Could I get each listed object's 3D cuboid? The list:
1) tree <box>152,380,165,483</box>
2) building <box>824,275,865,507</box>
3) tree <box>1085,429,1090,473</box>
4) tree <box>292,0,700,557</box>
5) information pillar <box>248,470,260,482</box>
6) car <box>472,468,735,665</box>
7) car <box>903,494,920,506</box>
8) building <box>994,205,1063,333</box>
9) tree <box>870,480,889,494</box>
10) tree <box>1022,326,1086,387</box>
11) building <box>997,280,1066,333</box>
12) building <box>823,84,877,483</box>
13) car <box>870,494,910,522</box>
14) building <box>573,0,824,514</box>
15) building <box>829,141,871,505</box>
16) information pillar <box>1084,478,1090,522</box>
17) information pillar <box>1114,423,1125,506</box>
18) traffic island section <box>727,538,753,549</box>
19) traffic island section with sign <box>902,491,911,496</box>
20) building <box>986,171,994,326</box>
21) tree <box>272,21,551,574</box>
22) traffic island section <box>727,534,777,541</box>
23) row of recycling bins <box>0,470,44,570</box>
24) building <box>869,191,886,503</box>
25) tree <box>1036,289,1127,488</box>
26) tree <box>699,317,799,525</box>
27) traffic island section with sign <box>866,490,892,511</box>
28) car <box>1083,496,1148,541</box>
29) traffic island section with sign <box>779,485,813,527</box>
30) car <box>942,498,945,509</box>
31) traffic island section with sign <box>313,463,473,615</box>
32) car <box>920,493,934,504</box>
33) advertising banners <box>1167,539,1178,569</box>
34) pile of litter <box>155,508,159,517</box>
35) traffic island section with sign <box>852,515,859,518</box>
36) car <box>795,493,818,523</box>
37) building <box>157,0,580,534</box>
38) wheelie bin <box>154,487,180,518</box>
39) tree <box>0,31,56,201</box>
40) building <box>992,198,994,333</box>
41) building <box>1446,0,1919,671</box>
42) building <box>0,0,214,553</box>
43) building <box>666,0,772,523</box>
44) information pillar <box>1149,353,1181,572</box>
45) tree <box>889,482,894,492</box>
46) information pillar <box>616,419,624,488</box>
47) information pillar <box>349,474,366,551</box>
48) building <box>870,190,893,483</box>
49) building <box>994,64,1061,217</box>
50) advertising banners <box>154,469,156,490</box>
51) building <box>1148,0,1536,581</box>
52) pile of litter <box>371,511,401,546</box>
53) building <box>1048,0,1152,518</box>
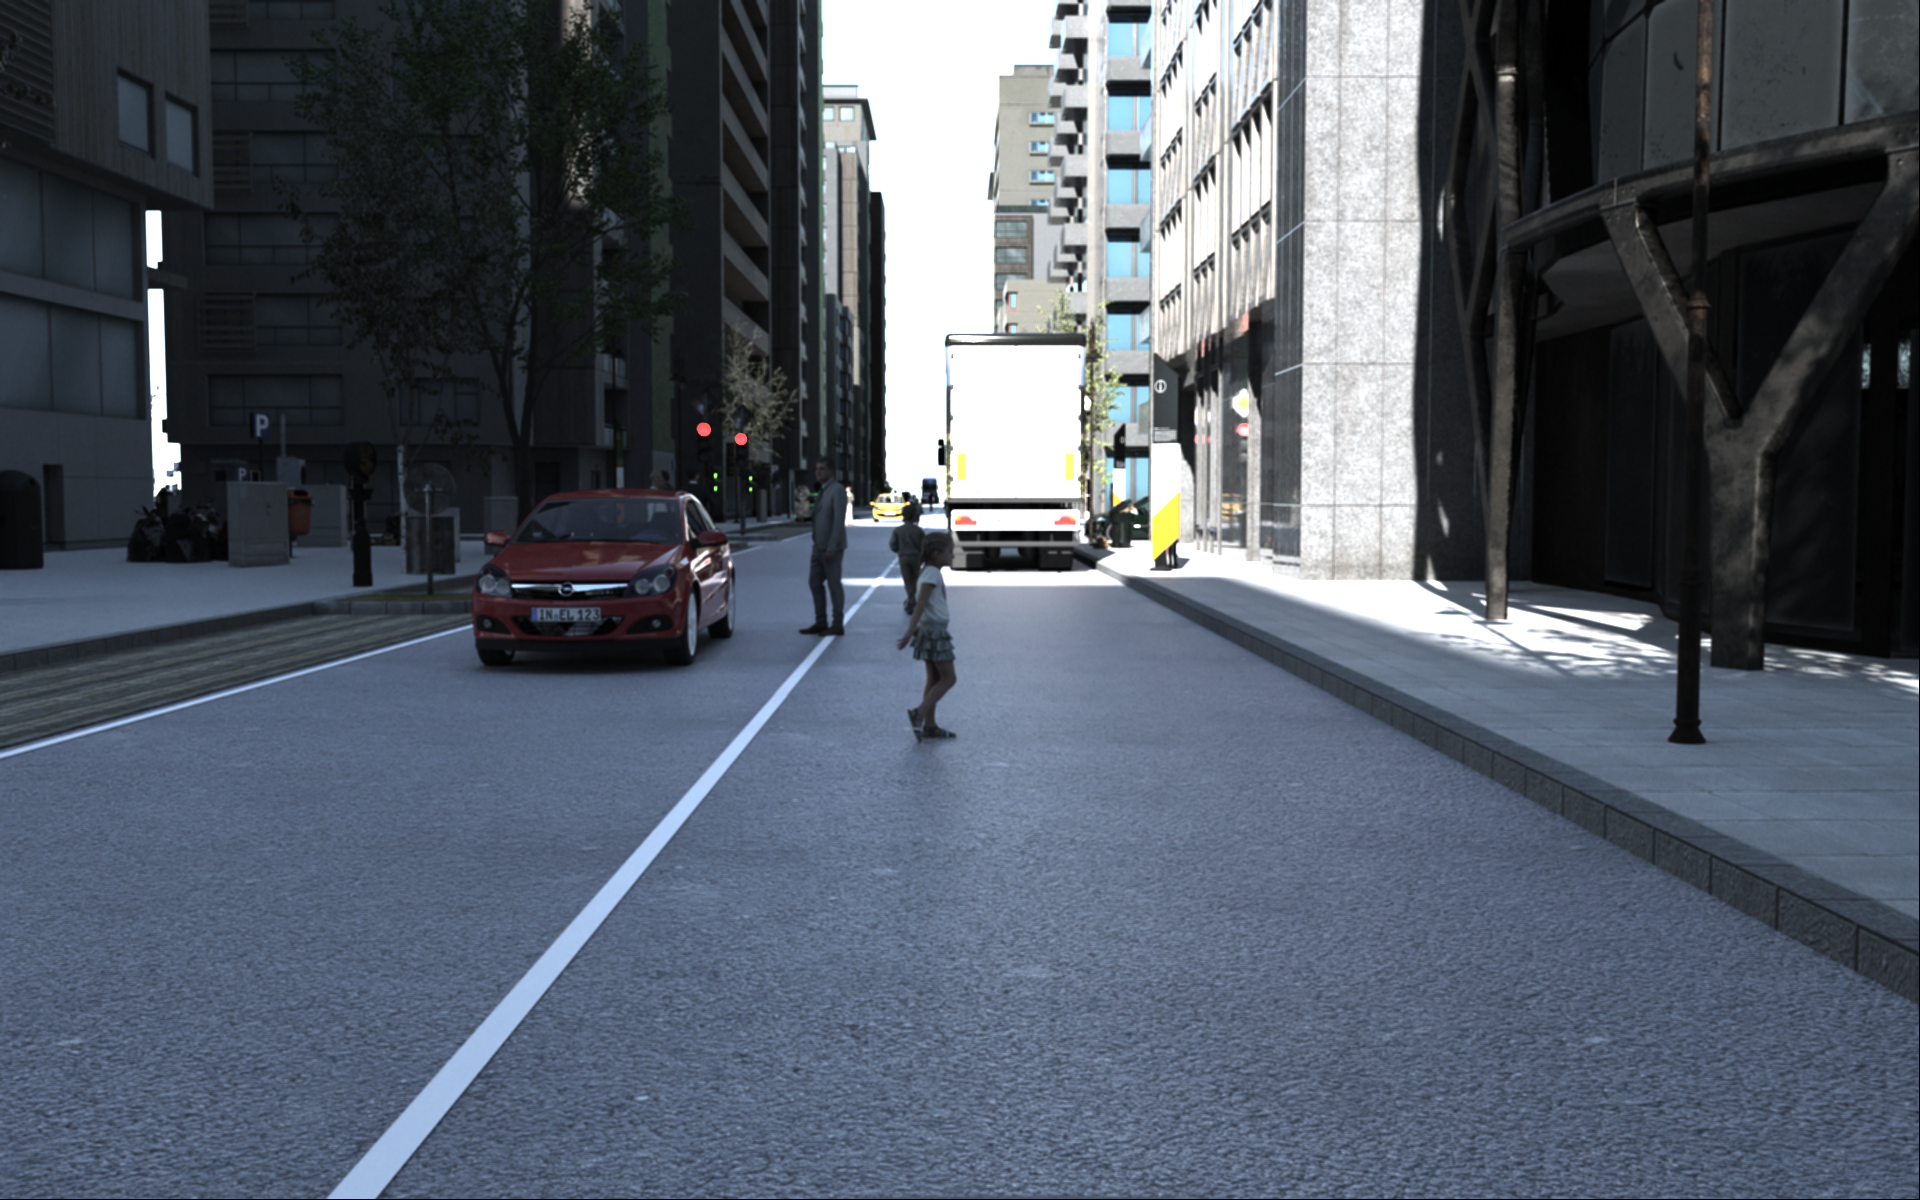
[{"bbox_3d":[-33.230,-7.167,67.542,4.737,8.622,4.395,0,3,0],"label":"tree"},{"bbox_3d":[-24.178,-20.120,173.996,27.650,21.520,28.899,0,4,0],"label":"building"},{"bbox_3d":[3.840,-5.296,70.298,4.285,4.588,4.351,0,3,0],"label":"tree"},{"bbox_3d":[-9.000,-6.680,34.977,9.928,11.665,9.643,0,3,0],"label":"tree"},{"bbox_3d":[-22.029,-3.031,54.056,0.304,2.012,0.304,-3,5,-45],"label":"information pillar"},{"bbox_3d":[-3.145,-0.416,15.845,2.155,1.783,4.494,0,4,-1],"label":"car"},{"bbox_3d":[-4.526,-8.895,155.215,2.009,1.686,4.222,0,4,1],"label":"car"},{"bbox_3d":[10.395,-24.689,175.363,14.160,30.474,14.107,0,4,0],"label":"building"},{"bbox_3d":[-10.100,-13.326,212.476,1.663,3.219,1.824,0,3,0],"label":"tree"},{"bbox_3d":[3.653,-7.633,75.155,4.360,8.622,3.978,0,3,0],"label":"tree"},{"bbox_3d":[17.491,-18.909,154.203,27.650,21.520,28.899,0,4,0],"label":"building"},{"bbox_3d":[-25.666,-39.037,227.492,28.713,52.752,27.495,0,4,0],"label":"building"},{"bbox_3d":[-3.568,-4.798,88.678,2.015,1.641,3.980,0,4,-1],"label":"car"},{"bbox_3d":[-16.397,-26.288,113.399,14.154,41.232,14.086,0,4,0],"label":"building"},{"bbox_3d":[-17.505,-31.271,194.875,14.154,41.232,14.086,0,4,0],"label":"building"},{"bbox_3d":[5.944,-4.640,80.358,0.304,2.012,0.304,-1,4,-11],"label":"information pillar"},{"bbox_3d":[5.283,-4.031,57.265,0.504,3.616,0.183,-3,5,-43],"label":"information pillar"},{"bbox_3d":[-6.759,-1.455,46.063,2.009,0.180,2.903,0,4,0],"label":"traffic island section"},{"bbox_3d":[-7.691,-15.573,263.250,1.989,1.847,2.006,0,4,0],"label":"traffic island section with sign"},{"bbox_3d":[18.781,-41.879,273.961,28.713,52.752,27.495,0,4,0],"label":"building"},{"bbox_3d":[-8.803,-4.715,27.456,4.360,8.622,3.978,0,3,0],"label":"tree"},{"bbox_3d":[-6.793,-1.943,54.048,2.009,0.180,2.903,0,4,0],"label":"traffic island section"},{"bbox_3d":[-16.916,-1.306,28.474,1.069,1.692,3.534,2,4,29],"label":"row of recycling bins"},{"bbox_3d":[-17.847,-36.637,249.129,14.600,45.320,14.200,0,4,0],"label":"building"},{"bbox_3d":[4.138,-6.800,61.545,4.737,8.622,4.395,0,3,0],"label":"tree"},{"bbox_3d":[-8.940,-7.433,71.899,4.360,8.622,3.978,0,3,0],"label":"tree"},{"bbox_3d":[-7.213,-8.749,151.673,1.989,1.847,2.006,0,4,0],"label":"traffic island section with sign"},{"bbox_3d":[5.681,-2.470,50.172,4.222,1.686,2.009,0,4,-1],"label":"car"},{"bbox_3d":[-6.894,-4.131,76.170,1.989,1.847,2.006,0,4,0],"label":"traffic island section with sign"},{"bbox_3d":[-0.689,-9.519,165.423,2.009,1.686,4.222,0,3,0],"label":"car"},{"bbox_3d":[-6.658,-0.779,21.363,1.989,1.847,2.006,0,4,0],"label":"traffic island section with sign"},{"bbox_3d":[-4.603,-14.315,243.087,2.155,1.783,4.494,0,4,0],"label":"car"},{"bbox_3d":[3.680,-2.089,30.346,0.090,3.025,2.074,0,4,1],"label":"advertising banners"},{"bbox_3d":[-29.506,-3.054,63.899,1.176,0.858,1.719,1,4,17],"label":"pile of litter"},{"bbox_3d":[-7.008,-5.780,103.125,1.989,1.847,2.006,0,4,0],"label":"traffic island section with sign"},{"bbox_3d":[-6.600,-4.367,80.194,1.959,1.807,4.718,0,4,1],"label":"car"},{"bbox_3d":[-18.247,-23.050,60.463,14.154,41.232,14.086,0,4,0],"label":"building"},{"bbox_3d":[-34.902,-4.166,76.030,0.693,1.594,0.980,0,4,-7],"label":"wheelie bin"},{"bbox_3d":[-9.280,-3.833,13.027,4.360,8.622,3.978,0,3,0],"label":"tree"},{"bbox_3d":[15.822,-38.211,244.352,23.786,49.044,30.456,0,4,0],"label":"building"},{"bbox_3d":[13.487,-9.100,16.245,16.820,18.784,16.811,0,4,0],"label":"building"},{"bbox_3d":[-32.333,-26.997,30.642,27.495,52.752,28.713,0,4,0],"label":"building"},{"bbox_3d":[-21.223,-28.276,86.022,21.300,48.544,21.600,0,4,0],"label":"building"},{"bbox_3d":[3.402,-2.281,28.649,0.504,3.616,0.183,3,4,36],"label":"information pillar"},{"bbox_3d":[-9.987,-14.198,226.732,1.663,3.219,1.824,0,3,0],"label":"tree"},{"bbox_3d":[-10.496,-3.786,53.257,0.183,3.616,0.504,1,4,15],"label":"information pillar"},{"bbox_3d":[-13.502,-2.099,38.815,0.304,2.012,0.304,-2,4,-30],"label":"information pillar"},{"bbox_3d":[-22.794,-39.858,271.281,23.786,49.044,30.456,0,4,0],"label":"building"},{"bbox_3d":[14.638,-34.798,192.650,21.300,48.544,21.600,0,4,0],"label":"building"},{"bbox_3d":[-55.132,-7.459,118.147,0.090,3.025,2.074,-3,4,-39],"label":"advertising banners"},{"bbox_3d":[10.978,-13.254,34.728,12.078,24.808,19.932,0,4,0],"label":"building"},{"bbox_3d":[-14.292,-1.785,43.144,1.176,0.858,1.719,-2,4,-30],"label":"pile of litter"},{"bbox_3d":[16.410,-29.150,96.212,23.786,49.044,30.456,0,4,0],"label":"building"}]
